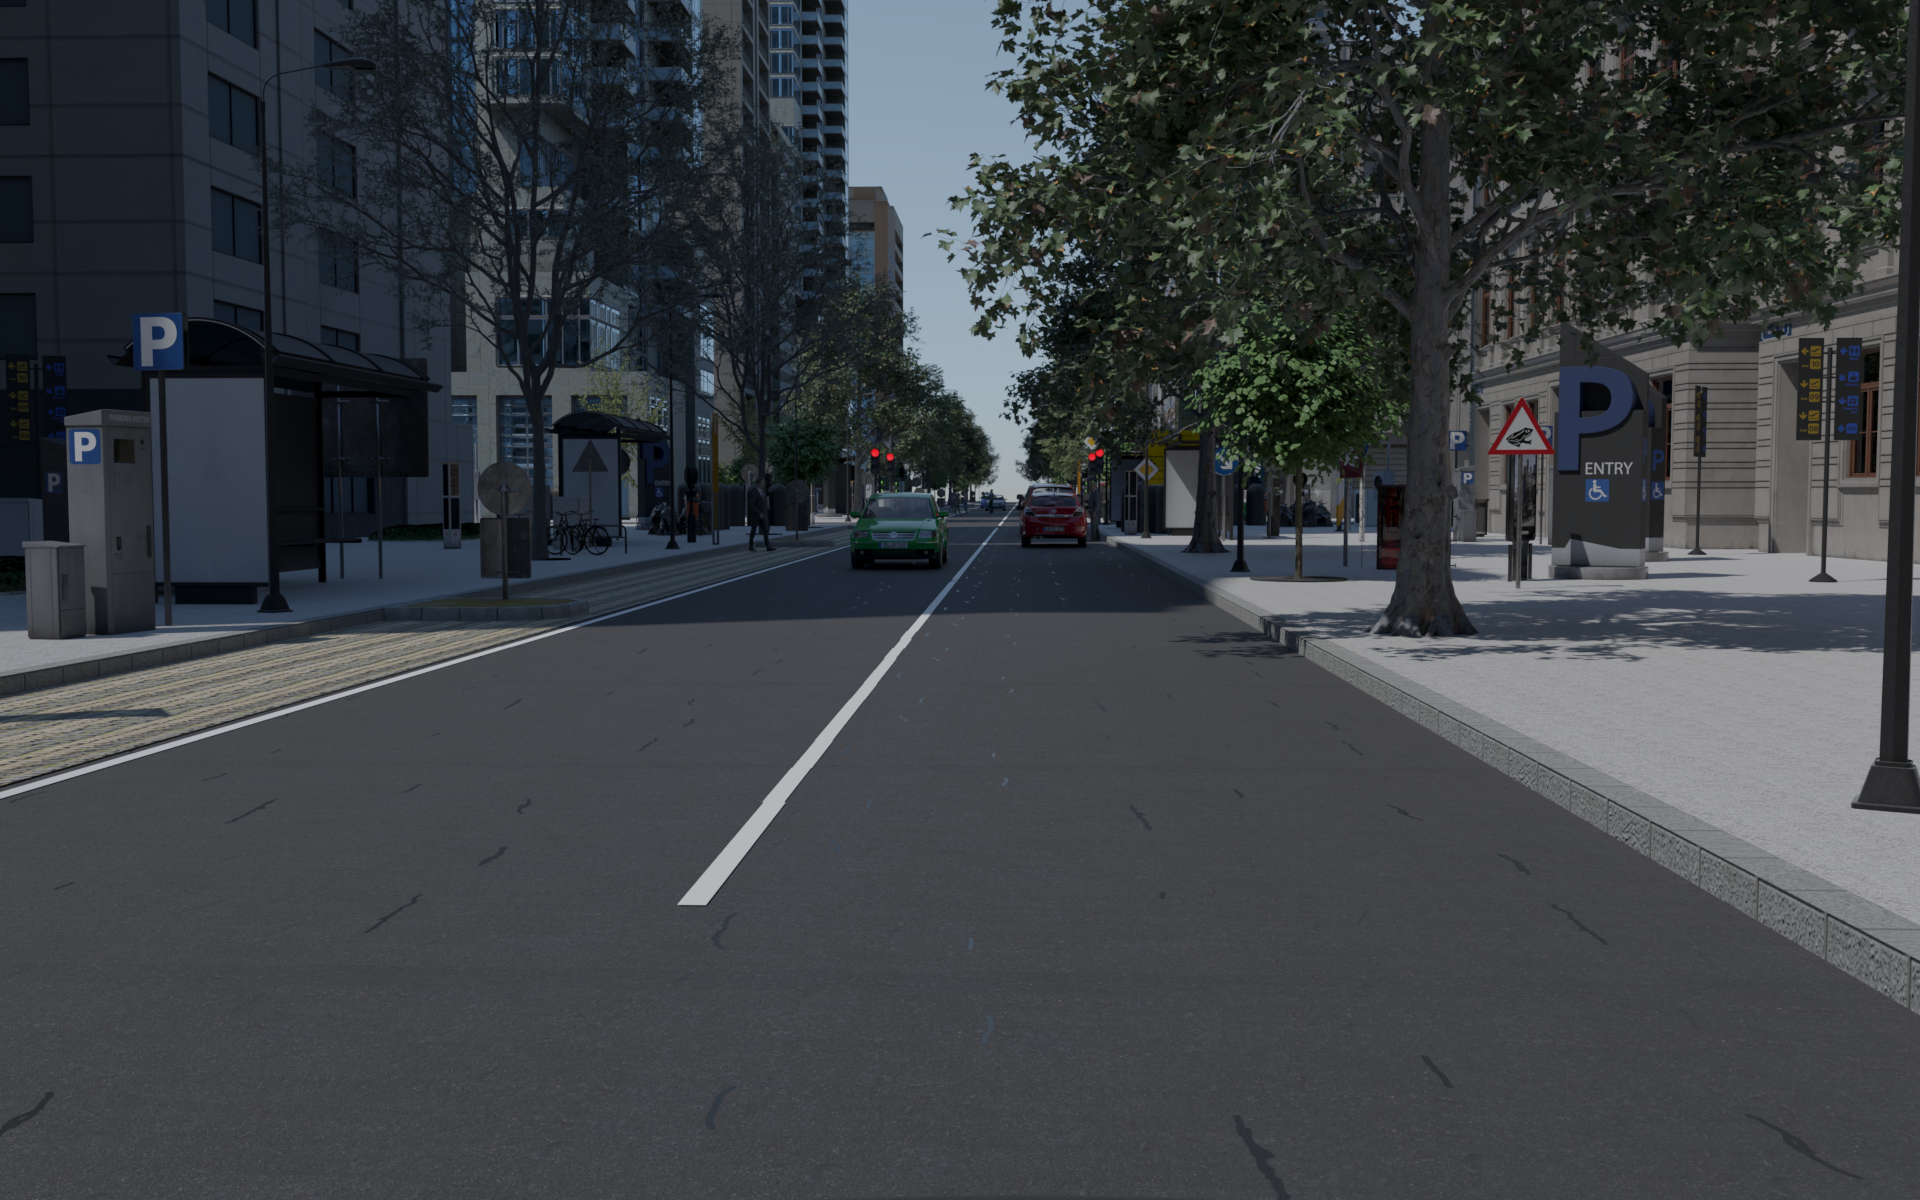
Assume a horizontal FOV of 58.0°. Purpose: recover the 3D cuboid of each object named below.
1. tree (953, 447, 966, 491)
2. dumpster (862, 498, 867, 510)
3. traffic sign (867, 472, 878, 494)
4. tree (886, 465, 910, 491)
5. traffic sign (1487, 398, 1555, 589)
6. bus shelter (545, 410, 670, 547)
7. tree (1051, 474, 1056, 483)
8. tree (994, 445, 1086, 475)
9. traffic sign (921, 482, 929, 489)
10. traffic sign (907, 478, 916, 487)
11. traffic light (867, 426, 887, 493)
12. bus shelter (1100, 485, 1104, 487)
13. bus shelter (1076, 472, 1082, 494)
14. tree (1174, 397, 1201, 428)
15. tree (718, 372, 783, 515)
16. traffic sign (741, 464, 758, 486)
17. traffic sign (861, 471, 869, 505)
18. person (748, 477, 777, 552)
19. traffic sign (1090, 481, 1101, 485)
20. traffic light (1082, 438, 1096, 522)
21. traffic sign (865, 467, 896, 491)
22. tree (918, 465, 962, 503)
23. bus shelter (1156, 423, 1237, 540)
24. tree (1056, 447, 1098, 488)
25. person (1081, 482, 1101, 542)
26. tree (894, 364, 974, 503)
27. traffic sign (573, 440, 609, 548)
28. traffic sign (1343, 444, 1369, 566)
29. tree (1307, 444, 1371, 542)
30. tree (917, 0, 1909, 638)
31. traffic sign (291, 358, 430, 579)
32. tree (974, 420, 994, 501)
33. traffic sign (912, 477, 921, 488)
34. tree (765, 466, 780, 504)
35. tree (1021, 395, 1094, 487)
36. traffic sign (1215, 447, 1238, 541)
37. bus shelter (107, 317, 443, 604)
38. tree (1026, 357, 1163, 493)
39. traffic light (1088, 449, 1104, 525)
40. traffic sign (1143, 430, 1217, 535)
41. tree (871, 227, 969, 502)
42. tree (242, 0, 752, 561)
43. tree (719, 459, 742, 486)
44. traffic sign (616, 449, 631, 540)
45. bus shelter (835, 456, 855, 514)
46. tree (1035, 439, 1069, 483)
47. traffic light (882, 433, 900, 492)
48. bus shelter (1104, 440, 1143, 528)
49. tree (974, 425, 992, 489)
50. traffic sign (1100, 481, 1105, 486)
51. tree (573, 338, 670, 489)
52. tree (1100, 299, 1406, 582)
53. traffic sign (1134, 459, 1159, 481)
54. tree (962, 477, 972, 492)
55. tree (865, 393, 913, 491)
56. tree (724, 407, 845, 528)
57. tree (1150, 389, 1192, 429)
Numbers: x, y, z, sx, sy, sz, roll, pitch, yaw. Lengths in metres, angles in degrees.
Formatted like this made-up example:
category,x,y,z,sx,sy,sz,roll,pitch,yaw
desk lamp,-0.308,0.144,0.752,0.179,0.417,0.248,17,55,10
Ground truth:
category,x,y,z,sx,sy,sz,roll,pitch,yaw
tree,-0.664,-15.891,210.182,4.737,8.622,4.395,0,3,0
dumpster,-6.471,-7.318,125.408,1.264,1.857,1.865,0,4,2
traffic sign,-4.850,-5.941,97.235,0.768,2.556,0.104,0,4,5
tree,-4.159,-7.298,113.927,1.663,3.219,1.824,0,3,0
traffic sign,7.577,-1.434,23.442,0.884,2.594,0.081,0,4,7
bus shelter,-8.941,-3.103,44.658,2.014,3.302,5.546,0,4,2
tree,11.276,-12.254,184.069,4.285,4.588,4.351,0,3,0
tree,13.370,-20.182,240.342,12.009,13.543,11.850,0,3,0
traffic sign,-2.857,-8.540,141.759,0.606,2.300,0.079,1,4,8
traffic sign,-3.689,-7.736,126.492,0.884,2.594,0.081,0,4,6
traffic light,-3.475,-5.071,71.825,0.839,4.253,0.868,0,4,2
bus shelter,9.384,-7.259,109.970,1.731,3.624,6.357,0,4,2
bus shelter,11.042,-9.576,150.483,2.014,3.302,5.546,0,4,2
tree,16.577,-10.688,125.116,4.737,8.622,4.395,0,3,0
tree,-12.801,-9.498,105.646,4.737,8.622,4.395,0,3,0
traffic sign,-8.836,-4.446,72.802,0.768,2.556,0.104,1,4,9
traffic sign,-5.340,-5.969,97.695,0.768,2.556,0.104,0,4,5
person,-4.918,-2.116,42.881,0.755,1.850,0.659,2,4,29
traffic sign,7.870,-6.231,101.879,0.884,2.594,0.081,0,4,5
traffic light,6.030,-5.539,79.477,0.839,4.253,0.868,0,4,2
traffic sign,-5.681,-7.953,123.911,2.265,3.308,0.079,1,4,11
tree,-2.486,-11.511,171.922,4.285,4.588,4.351,0,3,0
bus shelter,6.919,-3.458,50.465,2.014,3.302,5.546,0,4,2
tree,7.780,-6.157,84.378,4.285,4.588,4.351,0,3,0
person,3.985,-2.677,52.452,0.590,1.801,0.661,-1,4,-10
tree,-3.098,-14.229,150.776,7.486,12.596,7.792,0,3,0
traffic sign,-8.854,-2.538,41.506,0.884,2.594,0.081,0,4,5
traffic sign,6.839,-1.868,30.654,0.768,2.556,0.104,0,4,7
tree,10.584,-5.875,46.417,4.737,8.622,4.395,0,3,0
tree,4.390,-6.034,15.672,9.611,12.733,9.660,0,3,0
traffic sign,-9.073,-1.975,26.162,2.265,3.308,0.079,1,4,12
tree,1.167,-21.947,269.194,12.009,13.543,11.850,0,3,0
traffic sign,-3.267,-7.905,129.349,0.768,2.556,0.104,0,4,7
tree,-12.923,-7.522,117.586,1.663,3.219,1.824,0,3,0
tree,7.906,-11.729,126.177,7.601,10.594,8.767,-2,4,-24
traffic sign,7.173,-2.871,47.055,0.768,2.556,0.104,0,4,4
bus shelter,-8.644,-1.754,22.599,2.014,3.302,5.546,0,4,2
tree,7.748,-10.854,95.590,7.486,12.596,7.792,0,3,0
traffic light,5.730,-5.051,71.497,0.839,4.253,0.868,0,4,2
traffic sign,6.824,-3.669,53.853,2.265,3.308,0.079,0,4,6
tree,-6.305,-8.780,53.931,12.009,13.543,11.850,0,3,0
tree,-8.113,-7.501,33.013,12.009,13.543,11.850,0,3,0
tree,-13.066,-6.139,94.975,1.663,3.219,1.824,0,3,0
traffic sign,-9.504,-2.928,47.982,0.768,2.556,0.104,0,4,6
bus shelter,-6.984,-7.165,108.430,1.731,3.624,6.357,0,4,2
tree,9.750,-13.457,170.392,4.737,8.622,4.395,0,3,0
traffic light,-3.176,-5.559,79.805,0.839,4.253,0.868,0,4,2
bus shelter,6.408,-4.264,63.643,2.014,3.302,5.546,0,4,2
tree,0.633,-20.414,251.897,7.486,12.596,7.792,0,3,0
traffic sign,8.410,-6.256,102.387,0.768,2.556,0.104,1,4,8
tree,-16.225,-8.087,82.579,4.737,8.622,4.395,0,3,0
tree,5.009,-2.573,25.775,4.285,4.588,4.351,0,3,0
traffic sign,5.777,-3.212,53.709,0.795,2.450,0.064,0,4,3
tree,0.129,-15.140,231.259,4.285,4.588,4.351,0,3,0
tree,-4.824,-10.301,118.790,4.360,8.622,3.978,0,3,0
tree,-5.956,-5.005,65.538,4.285,4.588,4.351,0,3,0
tree,14.008,-10.256,118.054,4.360,8.622,3.978,0,3,0
